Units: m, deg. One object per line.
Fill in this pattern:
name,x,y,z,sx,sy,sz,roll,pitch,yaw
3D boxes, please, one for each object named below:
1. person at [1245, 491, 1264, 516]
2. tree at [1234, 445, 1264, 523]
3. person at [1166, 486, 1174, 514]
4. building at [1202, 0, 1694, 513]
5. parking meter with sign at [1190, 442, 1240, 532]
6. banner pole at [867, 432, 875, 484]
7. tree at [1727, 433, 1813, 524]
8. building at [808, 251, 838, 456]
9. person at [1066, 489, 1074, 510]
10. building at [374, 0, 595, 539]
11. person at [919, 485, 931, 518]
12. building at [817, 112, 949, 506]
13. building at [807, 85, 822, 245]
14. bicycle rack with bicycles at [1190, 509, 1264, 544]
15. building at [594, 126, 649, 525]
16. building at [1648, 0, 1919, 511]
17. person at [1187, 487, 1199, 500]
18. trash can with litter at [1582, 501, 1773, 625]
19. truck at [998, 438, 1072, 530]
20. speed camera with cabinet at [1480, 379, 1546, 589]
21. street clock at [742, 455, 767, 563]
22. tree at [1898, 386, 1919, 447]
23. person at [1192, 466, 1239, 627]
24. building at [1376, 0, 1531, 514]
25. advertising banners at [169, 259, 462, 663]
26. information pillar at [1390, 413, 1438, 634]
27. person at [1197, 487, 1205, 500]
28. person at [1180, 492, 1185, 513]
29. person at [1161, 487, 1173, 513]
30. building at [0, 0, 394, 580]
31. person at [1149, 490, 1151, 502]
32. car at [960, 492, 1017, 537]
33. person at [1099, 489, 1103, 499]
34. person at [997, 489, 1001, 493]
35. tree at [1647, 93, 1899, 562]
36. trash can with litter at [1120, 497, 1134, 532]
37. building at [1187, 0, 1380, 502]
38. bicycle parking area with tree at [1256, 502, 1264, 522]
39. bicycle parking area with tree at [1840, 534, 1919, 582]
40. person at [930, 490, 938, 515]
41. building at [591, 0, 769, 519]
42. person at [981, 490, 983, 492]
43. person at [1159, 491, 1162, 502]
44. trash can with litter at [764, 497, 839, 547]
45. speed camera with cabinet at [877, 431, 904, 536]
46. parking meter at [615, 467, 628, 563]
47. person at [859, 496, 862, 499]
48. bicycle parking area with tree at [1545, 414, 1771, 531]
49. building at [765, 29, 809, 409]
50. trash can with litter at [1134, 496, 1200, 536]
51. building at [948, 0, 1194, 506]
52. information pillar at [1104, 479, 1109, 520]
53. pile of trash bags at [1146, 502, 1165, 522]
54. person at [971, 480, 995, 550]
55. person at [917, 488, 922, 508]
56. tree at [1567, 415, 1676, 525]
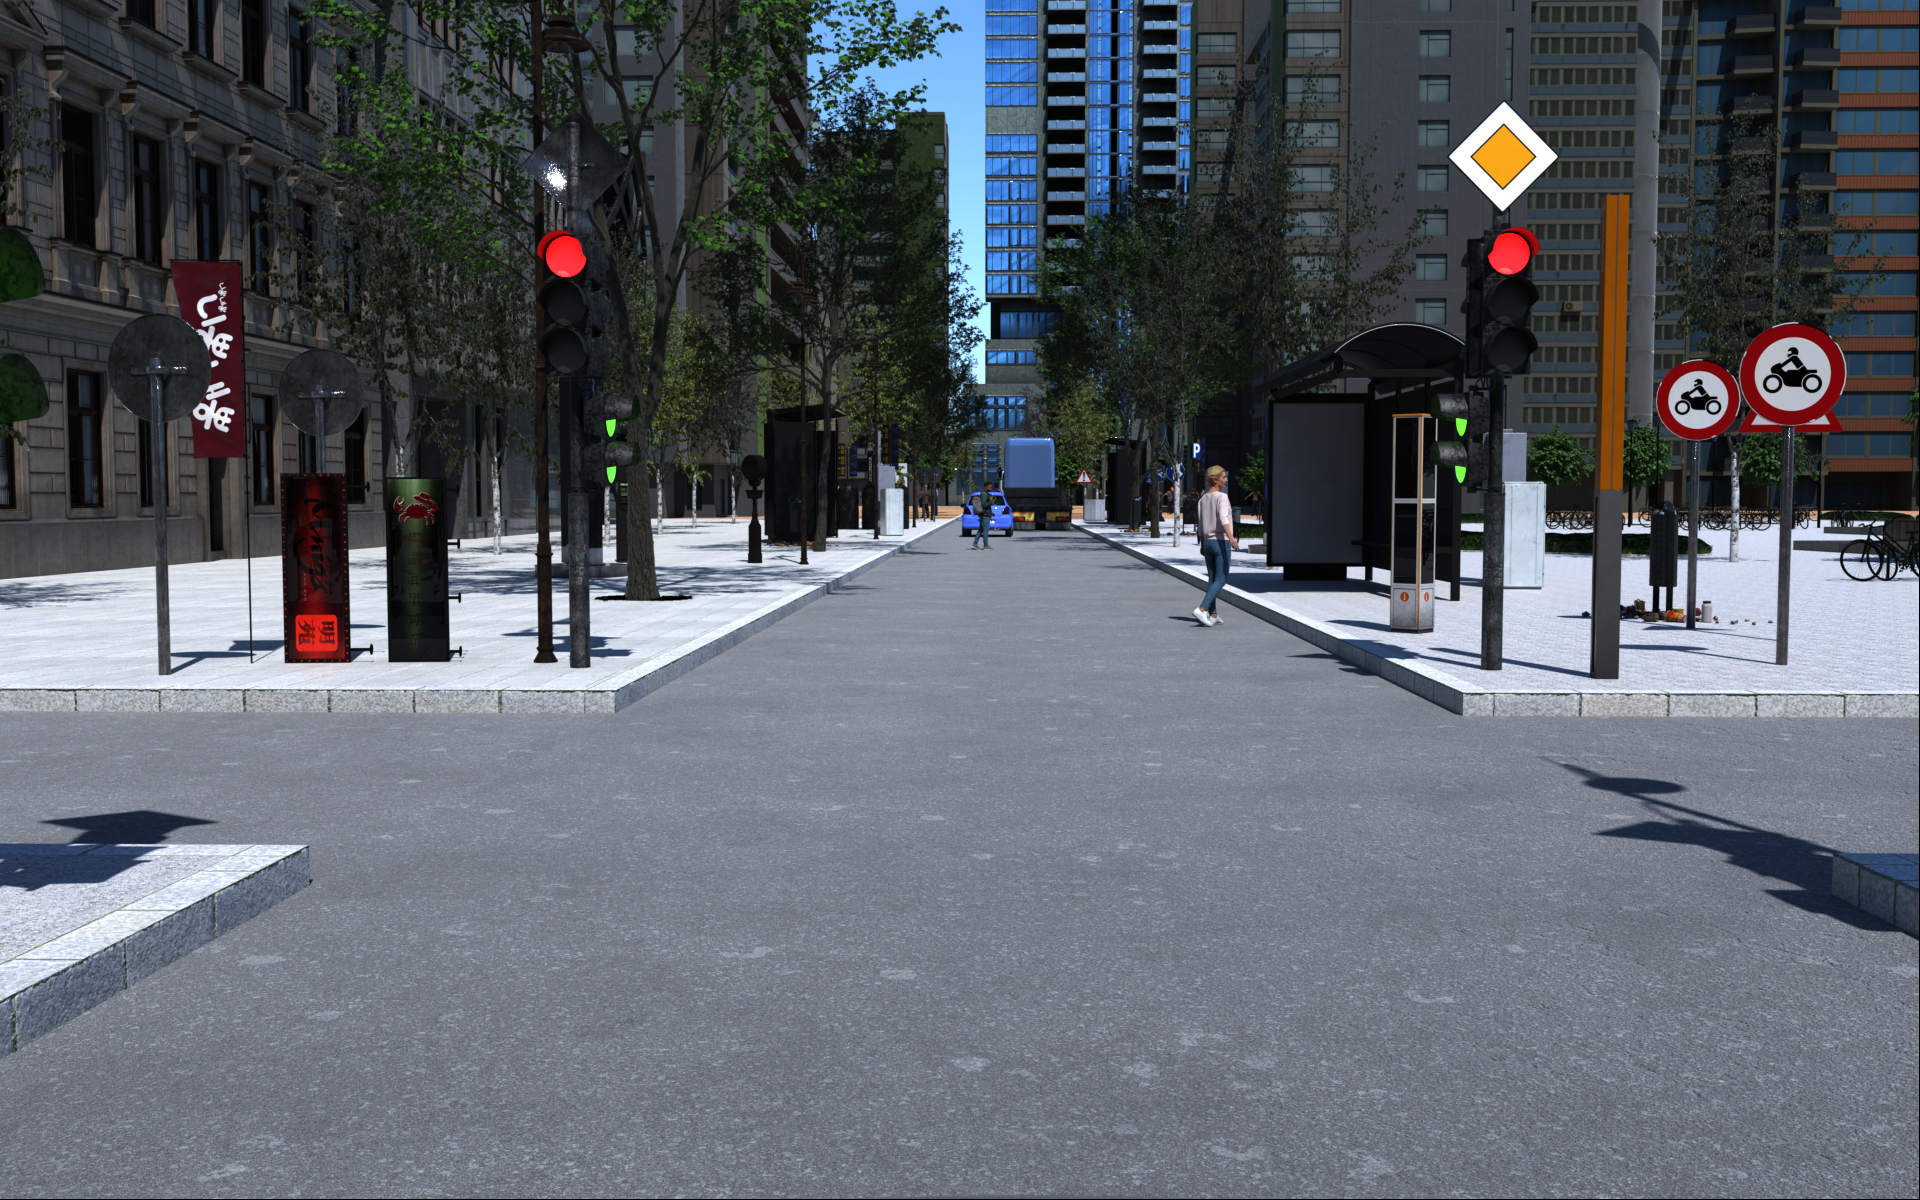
person,17.122,-5.744,100.680,1.217,1.735,0.721,-1,4,-15
tree,11.838,-4.497,68.121,1.663,3.219,1.824,0,3,0
person,13.286,-6.248,108.725,0.617,1.759,0.750,2,4,25
building,34.423,-26.504,125.218,32.217,40.220,23.993,0,4,1
parking meter with sign,8.603,-3.785,58.139,1.738,3.016,0.543,3,5,40
banner pole,-3.526,-4.876,69.745,0.401,3.779,0.863,-2,4,-34
tree,34.817,-5.535,74.204,4.285,4.588,4.351,0,3,0
building,-25.603,-18.003,139.392,28.899,21.520,27.650,0,4,1
person,9.085,-8.330,142.685,0.683,1.767,0.568,-2,4,-27
building,-19.426,-14.342,52.518,12.078,24.808,19.932,0,4,1
person,-1.910,-5.272,92.796,0.434,1.755,0.990,3,5,42
building,-8.269,-30.904,188.876,14.086,41.232,14.154,0,4,1
building,-30.661,-35.192,194.994,30.456,49.044,23.786,0,4,1
bicycle rack with bicycles,6.932,-1.795,42.729,2.852,0.926,2.925,1,4,9
building,-21.732,-12.481,71.522,16.820,18.784,16.811,0,4,1
building,69.392,-29.602,138.613,28.867,44.769,22.147,0,4,1
person,14.478,-6.163,107.493,0.721,1.739,1.217,-3,5,-43
trash can with litter,7.346,-0.429,18.072,1.678,1.210,2.233,0,4,7
truck,3.251,-5.326,76.838,2.967,4.110,18.799,0,4,1
speed camera with cabinet,7.711,-1.826,24.194,0.660,3.252,2.038,0,4,8
street clock,-3.805,-1.684,32.109,0.471,2.002,0.358,3,5,41
tree,18.799,-2.902,31.169,4.285,4.588,4.351,0,3,0
person,2.751,-0.588,18.782,0.598,1.740,0.731,-3,5,-41
building,25.774,-25.820,105.751,14.154,41.232,14.086,0,4,1
advertising banners,-4.851,-1.033,13.073,2.074,3.025,0.090,0,4,-5
information pillar,4.195,-0.705,16.015,0.304,2.012,0.304,3,5,44
person,15.370,-6.302,109.871,0.721,1.735,1.217,3,4,37
person,14.544,-6.695,115.523,0.705,1.823,1.348,-3,4,-38
person,13.869,-6.581,114.351,1.217,1.736,0.721,0,4,7
building,-18.900,-10.296,32.969,10.561,19.102,19.286,0,4,1
person,12.730,-6.581,114.092,0.568,1.767,0.683,0,4,7
car,0.963,-3.030,59.127,1.945,1.707,3.694,0,4,3
person,11.695,-8.373,143.736,0.445,1.727,0.742,0,4,-2
person,2.281,-5.814,104.076,1.217,1.766,0.721,-3,4,-37
tree,14.585,-4.999,32.089,4.360,8.622,3.978,0,3,0
trash can with litter,6.209,-2.896,58.408,1.678,1.210,2.233,2,4,31
building,25.990,-28.214,144.885,14.154,41.232,14.086,0,4,1
bicycle parking area with tree,17.964,-5.889,83.282,8.231,4.147,9.016,1,4,20
bicycle parking area with tree,17.777,-2.236,23.560,9.016,4.147,8.231,-1,4,-9
person,-1.675,-6.247,108.046,0.599,1.838,0.709,1,4,11
building,-18.499,-25.179,95.279,14.154,41.232,14.086,0,4,1
person,1.588,-6.983,123.391,1.217,1.743,0.721,1,4,16
person,12.186,-6.146,107.059,0.617,1.759,0.750,0,4,7
trash can with litter,-4.220,-1.951,42.955,2.233,1.210,1.678,3,5,39
speed camera with cabinet,-2.208,-3.639,53.829,0.660,3.252,2.038,-1,4,-12
parking meter,-6.283,-1.633,32.408,0.255,1.863,0.399,-1,4,-22
person,-7.311,-7.956,136.217,1.348,1.812,0.705,-3,4,-36
bicycle parking area with tree,25.345,-4.750,64.666,9.016,4.147,8.231,2,4,24
building,-21.776,-29.951,113.394,21.300,48.544,21.600,0,4,1
trash can with litter,6.779,-2.616,53.832,2.233,1.210,1.678,-1,4,-8
building,14.532,-53.757,191.601,31.000,86.520,22.319,0,4,1
information pillar,7.297,-4.959,85.565,0.304,2.012,0.304,1,4,9
pile of trash bags,8.547,-4.409,81.838,1.912,1.369,3.447,0,4,-2
person,0.638,-2.176,44.430,0.721,1.781,0.623,-1,4,-17
person,-3.760,-9.642,163.698,0.705,1.823,1.348,-2,4,-24
tree,27.865,-5.390,71.836,4.285,4.588,4.351,0,3,0
